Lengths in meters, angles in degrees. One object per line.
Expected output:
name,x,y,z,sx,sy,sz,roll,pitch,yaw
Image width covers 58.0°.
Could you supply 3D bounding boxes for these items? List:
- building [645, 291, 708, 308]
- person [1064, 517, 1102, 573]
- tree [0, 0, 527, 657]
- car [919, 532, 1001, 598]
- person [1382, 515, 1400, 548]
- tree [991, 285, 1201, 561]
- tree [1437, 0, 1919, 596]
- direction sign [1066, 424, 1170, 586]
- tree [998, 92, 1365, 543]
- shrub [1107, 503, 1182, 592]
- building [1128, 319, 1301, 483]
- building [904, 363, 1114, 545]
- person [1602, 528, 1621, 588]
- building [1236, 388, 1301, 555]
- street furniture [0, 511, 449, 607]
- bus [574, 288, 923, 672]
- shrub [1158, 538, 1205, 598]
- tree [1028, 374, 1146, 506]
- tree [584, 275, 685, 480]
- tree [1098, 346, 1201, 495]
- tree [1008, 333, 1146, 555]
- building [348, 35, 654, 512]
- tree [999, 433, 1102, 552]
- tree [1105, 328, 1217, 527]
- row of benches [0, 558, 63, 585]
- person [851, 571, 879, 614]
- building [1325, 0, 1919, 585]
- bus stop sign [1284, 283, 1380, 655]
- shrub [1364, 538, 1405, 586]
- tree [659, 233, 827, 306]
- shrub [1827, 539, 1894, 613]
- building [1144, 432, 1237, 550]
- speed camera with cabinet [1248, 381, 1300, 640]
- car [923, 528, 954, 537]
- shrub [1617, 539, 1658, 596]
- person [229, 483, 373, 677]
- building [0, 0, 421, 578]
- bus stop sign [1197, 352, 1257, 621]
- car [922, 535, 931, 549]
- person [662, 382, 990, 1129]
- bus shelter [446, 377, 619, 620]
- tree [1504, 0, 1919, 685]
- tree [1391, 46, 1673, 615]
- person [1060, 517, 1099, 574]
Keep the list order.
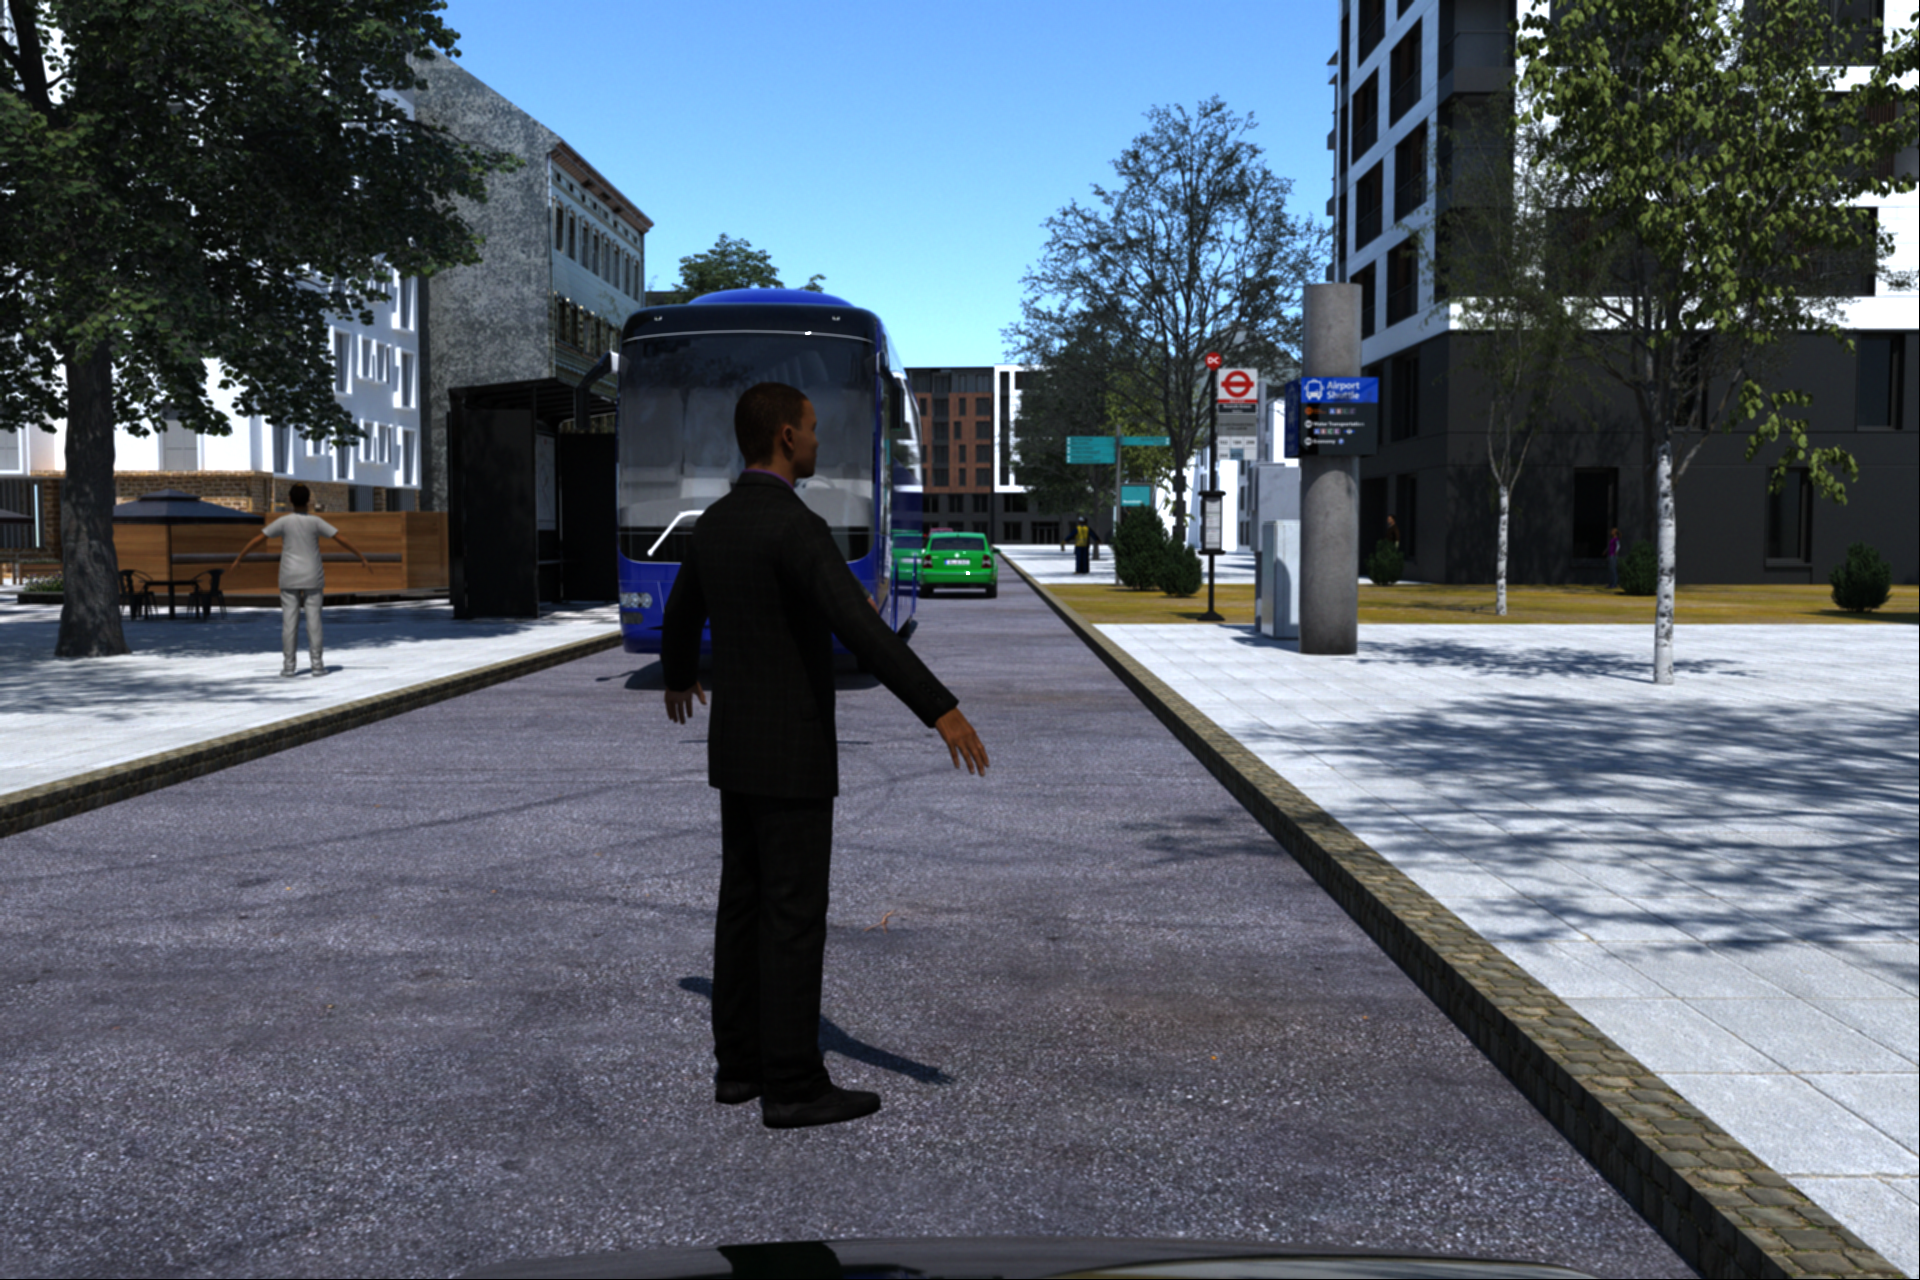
building,-25.778,-19.467,162.264,27.936,21.610,32.646,0,4,1
person,4.056,-3.113,56.825,1.347,1.837,0.705,-1,4,-18
tree,-9.245,-6.816,18.091,9.857,13.997,8.962,0,3,0
car,-0.030,-1.917,40.134,1.959,1.807,4.718,0,4,1
person,11.717,-2.508,47.139,0.704,1.812,1.346,0,4,-7
tree,6.691,-10.596,83.610,12.009,13.543,11.850,0,3,0
tree,14.588,-7.696,36.207,12.009,13.543,11.850,0,3,0
direction sign,3.861,-3.240,41.740,2.525,3.948,1.411,0,4,-1
tree,6.254,-8.464,48.757,12.009,13.543,11.850,0,3,0
shrub,4.143,-2.101,38.769,1.690,2.028,1.600,0,3,0
building,28.218,-21.701,185.744,19.493,23.208,18.063,0,4,0
building,3.277,-22.886,220.610,32.646,21.610,27.936,0,4,6
person,15.545,-1.964,41.380,0.599,1.433,0.991,0,4,4
building,22.209,-9.552,98.328,9.099,9.664,28.070,0,4,1
street furniture,-13.741,-1.726,35.072,11.010,1.723,9.812,1,4,15
bus,-1.889,-1.814,21.205,2.896,3.916,12.251,0,4,0
shrub,4.454,-1.454,34.887,1.383,1.207,1.383,0,3,0
tree,7.242,-9.847,95.418,7.601,10.594,8.767,-1,4,-15
tree,-9.303,-6.086,49.870,4.360,8.622,3.978,0,3,0
tree,7.256,-7.260,69.069,4.737,8.622,4.395,0,3,0
tree,7.322,-12.247,106.898,9.857,13.997,8.962,0,3,0
building,-24.771,-14.961,75.542,19.493,23.208,18.063,0,4,1
tree,7.358,-11.675,125.304,8.767,10.594,7.601,-1,4,-20
tree,6.825,-6.778,61.183,4.737,8.622,4.395,0,3,0
row of benches,-23.556,-1.751,44.099,4.104,0.672,1.422,-3,5,-43
person,-1.198,-0.146,11.118,1.348,1.796,0.705,0,4,3
building,26.321,-13.171,59.323,27.936,21.610,32.646,0,4,0
bus stop sign,3.956,-1.804,18.516,0.837,3.901,0.837,0,4,0
shrub,10.486,-1.934,42.743,1.383,1.207,1.383,0,3,0
tree,-8.891,-10.196,73.354,9.857,13.997,8.962,0,3,0
shrub,14.700,-1.050,28.288,1.383,1.207,1.383,0,3,0
building,21.984,-13.018,154.990,9.099,9.664,28.070,0,4,1
speed camera with cabinet,4.094,-1.682,21.844,0.660,3.252,2.038,0,4,1
car,-1.174,-6.160,109.395,2.281,1.827,5.304,0,4,0
shrub,14.100,-1.513,35.847,1.383,1.207,1.383,0,3,0
person,-5.957,-0.545,15.679,1.217,1.739,0.721,-1,4,-18
building,-25.250,-11.928,51.447,16.016,20.090,11.380,0,4,1
bus stop sign,3.936,-2.252,25.520,0.855,3.939,0.416,0,4,0
car,-0.427,-2.666,53.380,2.009,1.686,4.222,0,3,0
person,-0.436,0.268,4.304,0.704,1.802,1.346,-3,4,-38
bus shelter,-6.831,-2.308,29.019,1.731,3.624,6.357,0,4,1
tree,6.090,-3.911,14.316,4.737,8.622,4.395,0,3,0
tree,8.343,-4.700,27.203,4.360,8.622,3.978,0,3,0
person,3.855,-3.017,55.299,1.349,1.833,0.705,-1,4,-23
